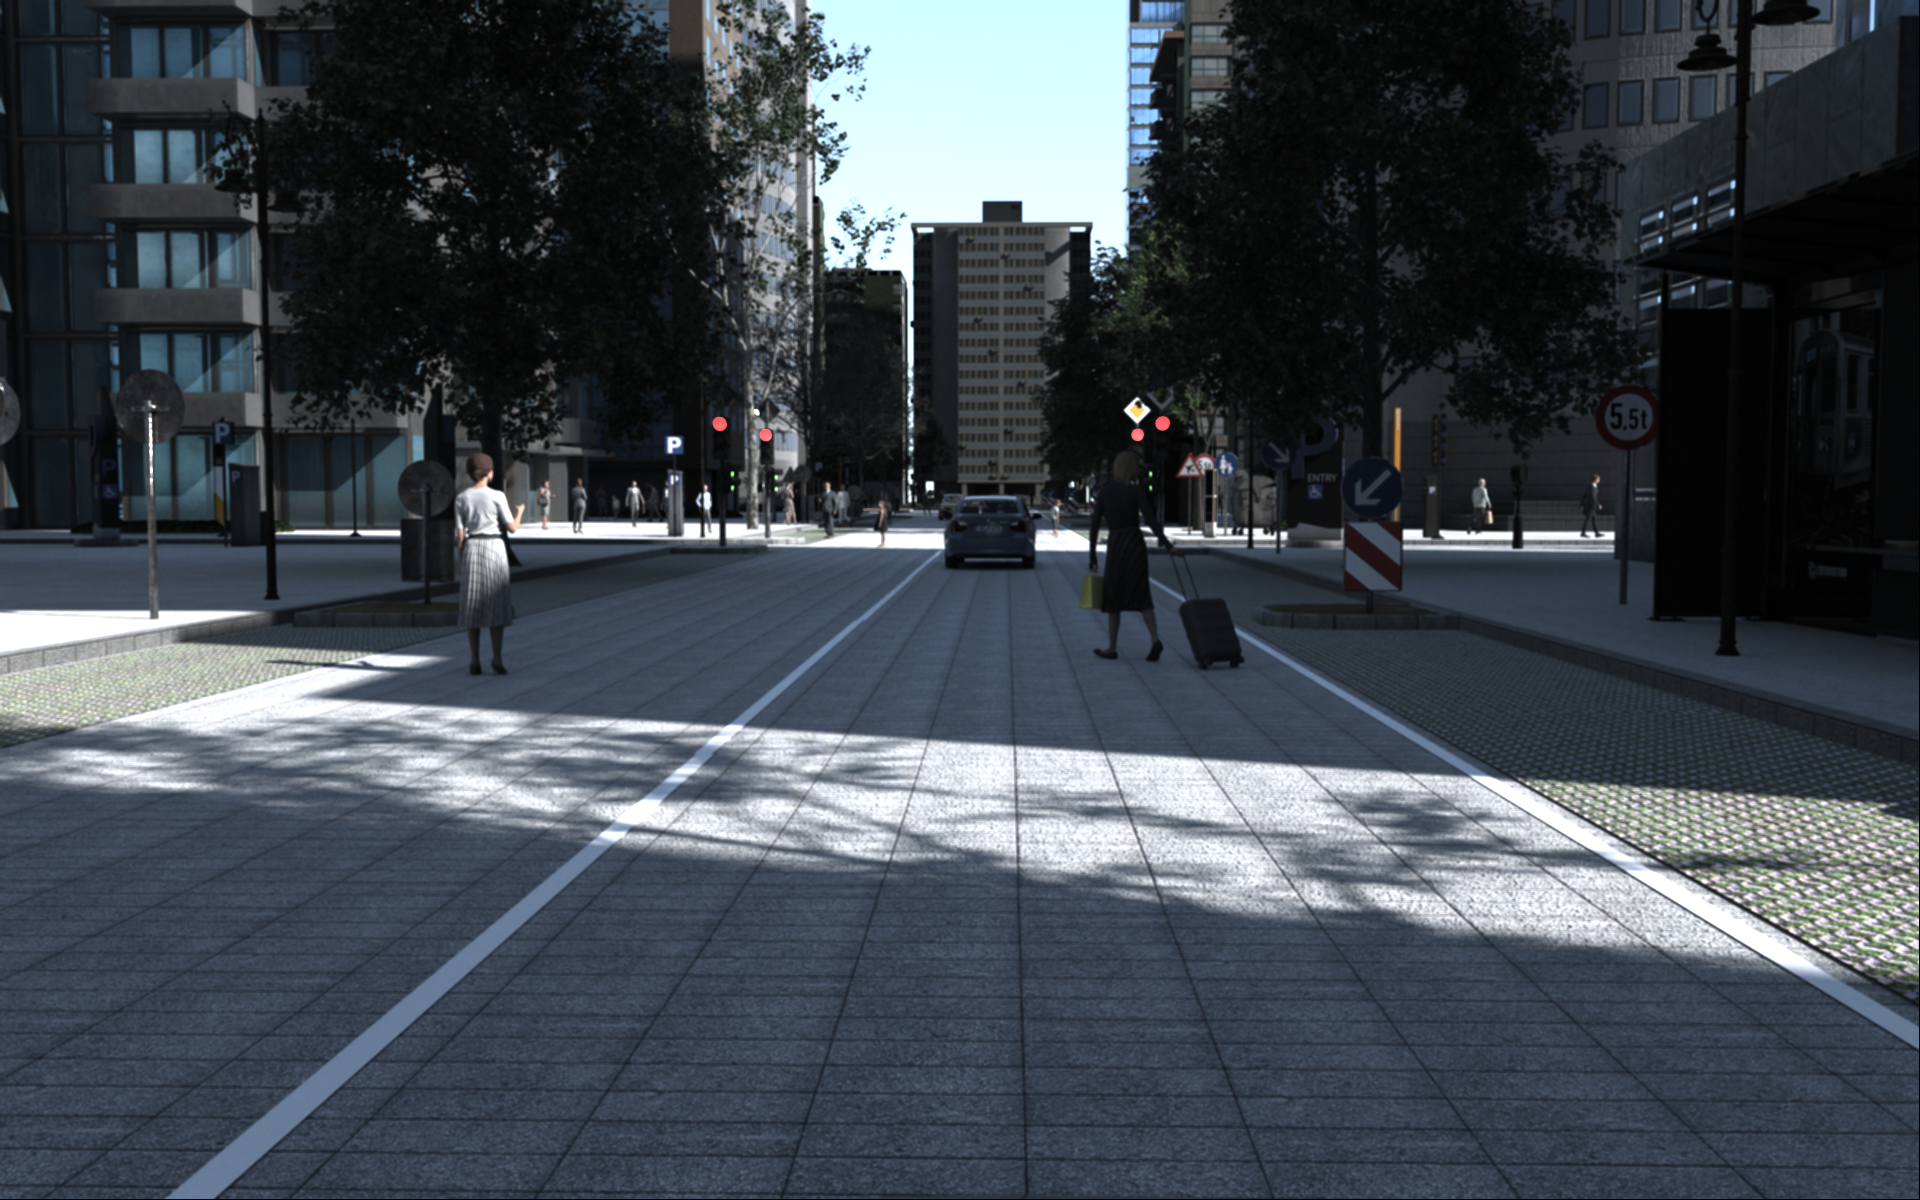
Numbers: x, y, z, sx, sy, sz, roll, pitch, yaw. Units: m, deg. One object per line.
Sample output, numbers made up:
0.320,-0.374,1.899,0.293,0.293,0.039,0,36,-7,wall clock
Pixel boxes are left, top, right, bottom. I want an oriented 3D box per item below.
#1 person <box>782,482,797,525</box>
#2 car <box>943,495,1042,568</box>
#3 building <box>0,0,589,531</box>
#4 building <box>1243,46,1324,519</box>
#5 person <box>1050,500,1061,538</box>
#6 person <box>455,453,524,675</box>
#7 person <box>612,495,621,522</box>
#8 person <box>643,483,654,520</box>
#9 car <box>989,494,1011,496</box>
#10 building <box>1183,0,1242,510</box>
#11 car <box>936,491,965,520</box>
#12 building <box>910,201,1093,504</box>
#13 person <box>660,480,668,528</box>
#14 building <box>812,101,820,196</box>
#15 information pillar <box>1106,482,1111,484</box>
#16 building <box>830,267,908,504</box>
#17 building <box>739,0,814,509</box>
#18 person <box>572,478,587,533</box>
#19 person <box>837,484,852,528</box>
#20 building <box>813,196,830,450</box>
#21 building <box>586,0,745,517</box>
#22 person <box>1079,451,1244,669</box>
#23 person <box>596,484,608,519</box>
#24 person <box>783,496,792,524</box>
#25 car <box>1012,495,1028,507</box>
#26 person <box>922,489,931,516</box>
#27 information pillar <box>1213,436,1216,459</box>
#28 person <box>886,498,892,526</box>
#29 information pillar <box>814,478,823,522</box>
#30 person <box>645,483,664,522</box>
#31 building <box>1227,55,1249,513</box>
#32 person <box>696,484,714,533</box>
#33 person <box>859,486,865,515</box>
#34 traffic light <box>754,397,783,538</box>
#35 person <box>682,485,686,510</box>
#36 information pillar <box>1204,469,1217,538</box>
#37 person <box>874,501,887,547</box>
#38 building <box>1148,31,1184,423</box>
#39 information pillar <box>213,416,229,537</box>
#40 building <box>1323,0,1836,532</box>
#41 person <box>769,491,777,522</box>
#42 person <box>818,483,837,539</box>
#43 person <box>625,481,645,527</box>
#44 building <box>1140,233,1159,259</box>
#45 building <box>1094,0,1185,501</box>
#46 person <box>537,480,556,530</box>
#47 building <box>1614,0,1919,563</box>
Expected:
-6.994,-3.961,71.138,0.599,1.781,0.374,1,4,15,person
0.643,-1.391,34.738,2.014,1.417,4.499,0,4,3,car
-28.423,-27.695,72.420,23.786,49.044,30.456,0,4,2,building
23.197,-27.046,92.309,14.600,45.320,14.200,0,4,2,building
3.103,-2.642,56.377,0.352,1.250,0.332,0,4,5,person
-3.741,-0.289,13.789,0.480,1.755,0.524,0,4,1,person
-15.574,-4.142,78.445,0.332,1.250,0.352,3,4,39,person
-15.303,-4.845,85.231,0.580,1.828,0.573,1,4,11,person
1.956,-4.711,86.812,2.009,1.686,4.222,0,4,1,car
25.116,-28.037,142.004,14.154,41.232,14.086,0,4,2,building
-0.325,-5.291,96.738,2.015,1.641,3.980,0,4,1,car
5.595,-33.047,232.199,23.993,40.220,32.217,0,4,2,building
-11.025,-3.649,65.727,0.581,1.822,0.654,2,4,26,person
-27.984,-32.303,182.782,28.867,44.769,22.147,0,4,2,building
8.805,-5.970,102.096,0.304,2.012,0.304,2,4,28,information pillar
-13.940,-27.657,223.885,14.107,30.474,14.160,0,4,2,building
-23.900,-36.531,139.279,21.231,58.520,28.212,0,4,2,building
-12.401,-3.071,56.523,0.520,1.790,0.573,0,4,2,person
-4.870,-3.935,72.710,0.818,1.842,0.514,3,5,43,person
-20.211,-23.820,161.164,14.160,30.474,14.107,0,4,2,building
-20.825,-27.676,102.611,14.600,45.320,14.200,0,4,2,building
1.652,-0.364,14.664,0.699,1.804,1.509,-2,4,-33,person
-18.704,-5.144,90.492,0.599,1.781,0.374,-1,4,-15,person
-7.220,-3.794,73.086,0.382,1.210,0.505,2,4,27,person
6.284,-10.695,187.224,2.083,1.381,4.827,0,4,2,car
-2.194,-6.540,115.705,0.573,1.790,0.520,2,4,28,person
10.160,-4.760,69.182,0.183,3.616,0.504,0,4,5,information pillar
-3.242,-4.014,78.813,0.332,1.250,0.352,0,4,-5,person
-6.571,-4.633,80.248,0.304,2.012,0.304,2,4,25,information pillar
-13.973,-4.462,79.263,0.850,1.792,0.678,0,4,2,person
25.043,-21.149,117.493,14.160,30.474,14.107,0,4,2,building
-8.448,-3.026,57.328,0.589,1.601,0.330,-2,4,-29,person
-6.143,-6.275,108.828,0.526,1.800,0.537,3,4,38,person
-5.575,-3.753,50.278,0.839,4.253,0.868,0,4,2,traffic light
-15.431,-5.475,95.739,0.728,1.800,0.709,-3,4,-37,person
7.340,-2.829,50.749,0.304,2.012,0.304,2,4,26,information pillar
-2.152,-2.066,46.947,0.373,1.253,0.362,0,4,5,person
29.262,-31.135,163.685,22.147,44.769,28.867,0,4,2,building
-22.216,-3.708,51.988,0.183,3.616,0.504,1,4,13,information pillar
29.909,-32.080,66.502,28.212,58.520,21.231,0,4,2,building
-8.766,-4.546,80.558,0.466,1.800,0.511,0,4,-1,person
-4.279,-2.874,55.658,0.661,1.801,0.590,2,4,25,person
-12.858,-3.812,68.489,0.709,1.813,0.853,-3,4,-37,person
26.149,-25.319,185.660,14.160,30.474,14.107,0,4,2,building
33.186,-55.785,224.760,31.000,86.520,22.319,0,4,2,building
-14.922,-3.425,62.407,0.532,1.782,0.716,1,4,23,person
23.664,-43.006,15.823,22.319,86.520,31.000,0,4,2,building
